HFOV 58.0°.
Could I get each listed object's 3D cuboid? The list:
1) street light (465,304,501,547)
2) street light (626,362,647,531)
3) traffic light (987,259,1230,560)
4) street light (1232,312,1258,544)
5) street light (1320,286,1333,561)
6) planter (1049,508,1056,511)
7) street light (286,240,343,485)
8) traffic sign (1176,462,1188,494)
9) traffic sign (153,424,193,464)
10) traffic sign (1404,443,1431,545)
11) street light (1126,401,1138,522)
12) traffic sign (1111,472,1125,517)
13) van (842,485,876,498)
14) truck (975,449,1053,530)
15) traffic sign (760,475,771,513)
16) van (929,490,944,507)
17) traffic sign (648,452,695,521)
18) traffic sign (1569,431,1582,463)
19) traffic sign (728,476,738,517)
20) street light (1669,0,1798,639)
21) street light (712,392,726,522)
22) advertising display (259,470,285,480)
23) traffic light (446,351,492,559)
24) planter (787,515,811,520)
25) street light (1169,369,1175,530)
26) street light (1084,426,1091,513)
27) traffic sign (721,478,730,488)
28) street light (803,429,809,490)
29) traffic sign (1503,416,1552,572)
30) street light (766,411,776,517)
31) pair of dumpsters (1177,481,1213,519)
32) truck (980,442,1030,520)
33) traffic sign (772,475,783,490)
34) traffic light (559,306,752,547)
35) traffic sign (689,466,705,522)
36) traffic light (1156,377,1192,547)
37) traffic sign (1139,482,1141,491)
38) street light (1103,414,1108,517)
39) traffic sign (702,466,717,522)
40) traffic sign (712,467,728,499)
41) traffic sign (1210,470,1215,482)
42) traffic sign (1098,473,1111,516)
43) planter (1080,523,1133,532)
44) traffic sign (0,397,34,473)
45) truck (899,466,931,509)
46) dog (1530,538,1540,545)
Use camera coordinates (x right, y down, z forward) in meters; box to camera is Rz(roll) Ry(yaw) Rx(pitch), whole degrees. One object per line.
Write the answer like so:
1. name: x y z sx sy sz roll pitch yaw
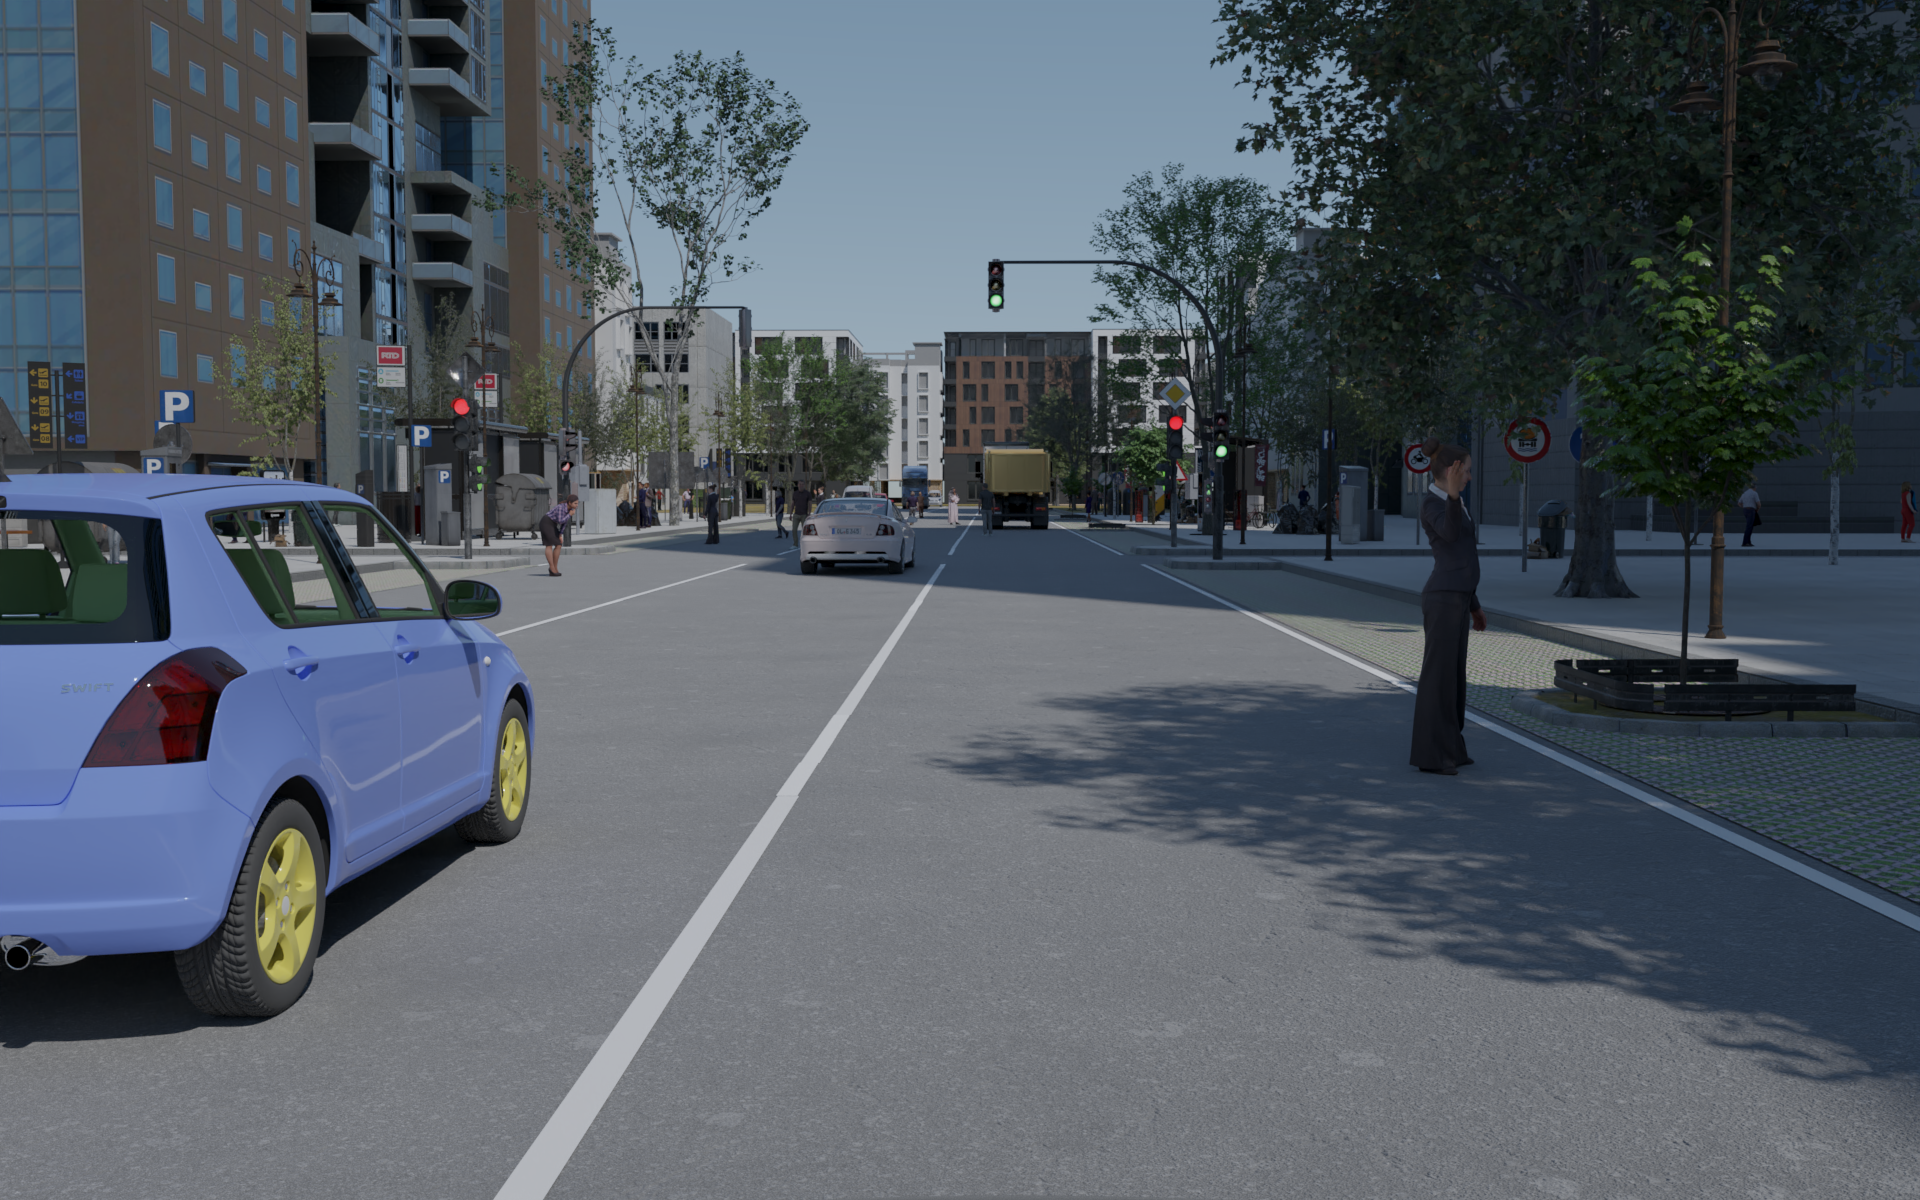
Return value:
1. street light: -11.602 -4.250 42.269 0.468 5.910 1.993 0 4 1
2. street light: -11.284 -5.367 60.545 0.468 5.910 1.993 0 4 1
3. traffic light: 2.918 -3.608 33.659 4.771 5.953 1.251 0 4 1
4. street light: 7.217 -4.358 44.040 0.468 5.910 1.993 0 4 1
5. street light: 7.088 -3.691 33.141 0.468 5.910 1.993 0 4 1
6. planter: 6.979 -7.494 143.659 1.991 0.319 1.994 0 4 1
7. street light: -11.764 -3.604 31.718 0.468 5.910 1.993 0 4 1
8. traffic sign: 8.425 -4.124 67.439 0.884 2.594 0.081 0 4 7
9. traffic sign: -14.277 -1.915 31.414 0.768 2.556 0.104 1 4 8
10. traffic sign: 11.537 -2.657 43.552 0.768 2.556 0.104 1 4 9
11. street light: 7.906 -6.547 79.834 0.468 5.910 1.993 0 4 1
12. traffic sign: 8.887 -5.948 97.355 0.768 2.556 0.104 1 4 9
13. van: -4.879 -4.656 83.137 2.013 2.044 4.112 0 4 1
14. truck: 2.351 -4.740 73.425 3.469 3.379 9.791 0 4 1
15. traffic sign: -13.072 -7.106 116.193 0.884 2.594 0.081 1 4 8
16. van: -2.805 -11.344 192.490 2.013 2.044 4.112 0 4 1
17. traffic sign: -13.922 -5.484 83.542 2.265 3.308 0.079 0 4 6
18. traffic sign: 11.319 -1.899 31.161 0.768 2.556 0.104 0 4 7
19. traffic sign: -12.795 -5.840 97.615 0.606 2.300 0.079 0 4 6
20. street light: 6.717 -2.595 15.222 0.468 5.910 1.993 0 4 1
21. street light: -10.918 -6.468 78.531 0.468 5.910 1.993 0 4 1
22. advertising display: -18.382 -2.515 46.341 0.123 1.923 0.974 1 4 12
23. traffic light: -9.669 -2.757 34.005 0.839 4.253 0.868 0 4 1
24. planter: -8.329 -4.474 94.295 1.991 0.319 1.994 0 4 1
25. street light: 7.583 -5.459 62.039 0.468 5.910 1.993 0 4 1
26. street light: 8.465 -8.730 115.529 0.468 5.910 1.993 0 4 1
27. traffic sign: -12.221 -5.458 89.346 0.768 2.556 0.104 0 4 4
28. street light: -10.241 -8.711 115.214 0.468 5.910 1.993 0 4 1
29. traffic sign: 9.284 -1.731 28.415 0.768 2.556 0.104 0 4 5
30. street light: -10.541 -7.577 96.672 0.468 5.910 1.993 0 4 1
31. pair of dumpsters: 11.614 -5.091 85.733 1.574 2.255 4.437 0 4 1
32. truck: 2.554 -6.703 98.508 2.839 4.237 11.283 0 4 1
33. traffic sign: -12.185 -7.091 115.942 0.884 2.594 0.081 0 4 1
34. traffic light: -7.435 -4.117 41.987 4.771 5.953 1.251 0 4 1
35. traffic sign: -12.064 -4.851 79.421 0.768 2.556 0.104 0 4 5
36. traffic light: 5.151 -3.231 41.748 0.839 4.253 0.868 0 4 1
37. traffic sign: 10.111 -5.950 97.382 0.768 2.556 0.104 0 4 2
38. street light: 8.236 -7.642 97.732 0.468 5.910 1.993 0 4 1
39. traffic sign: -11.605 -4.875 79.709 0.884 2.594 0.081 0 4 1
40. traffic sign: -11.289 -4.973 81.420 0.768 2.556 0.104 0 4 1
41. traffic sign: 12.841 -5.481 89.728 0.768 2.556 0.104 0 4 3
42. traffic sign: 8.588 -6.293 102.991 0.768 2.556 0.104 0 4 8
43. planter: 5.625 -2.793 66.808 1.991 0.319 1.994 0 4 1
44. traffic sign: -12.824 -1.418 23.193 0.884 2.594 0.081 0 4 7
45. truck: -4.340 -11.109 171.383 2.967 4.110 18.799 0 4 -1
46. dog: 12.124 -1.055 36.537 0.406 0.507 0.540 0 4 -2
